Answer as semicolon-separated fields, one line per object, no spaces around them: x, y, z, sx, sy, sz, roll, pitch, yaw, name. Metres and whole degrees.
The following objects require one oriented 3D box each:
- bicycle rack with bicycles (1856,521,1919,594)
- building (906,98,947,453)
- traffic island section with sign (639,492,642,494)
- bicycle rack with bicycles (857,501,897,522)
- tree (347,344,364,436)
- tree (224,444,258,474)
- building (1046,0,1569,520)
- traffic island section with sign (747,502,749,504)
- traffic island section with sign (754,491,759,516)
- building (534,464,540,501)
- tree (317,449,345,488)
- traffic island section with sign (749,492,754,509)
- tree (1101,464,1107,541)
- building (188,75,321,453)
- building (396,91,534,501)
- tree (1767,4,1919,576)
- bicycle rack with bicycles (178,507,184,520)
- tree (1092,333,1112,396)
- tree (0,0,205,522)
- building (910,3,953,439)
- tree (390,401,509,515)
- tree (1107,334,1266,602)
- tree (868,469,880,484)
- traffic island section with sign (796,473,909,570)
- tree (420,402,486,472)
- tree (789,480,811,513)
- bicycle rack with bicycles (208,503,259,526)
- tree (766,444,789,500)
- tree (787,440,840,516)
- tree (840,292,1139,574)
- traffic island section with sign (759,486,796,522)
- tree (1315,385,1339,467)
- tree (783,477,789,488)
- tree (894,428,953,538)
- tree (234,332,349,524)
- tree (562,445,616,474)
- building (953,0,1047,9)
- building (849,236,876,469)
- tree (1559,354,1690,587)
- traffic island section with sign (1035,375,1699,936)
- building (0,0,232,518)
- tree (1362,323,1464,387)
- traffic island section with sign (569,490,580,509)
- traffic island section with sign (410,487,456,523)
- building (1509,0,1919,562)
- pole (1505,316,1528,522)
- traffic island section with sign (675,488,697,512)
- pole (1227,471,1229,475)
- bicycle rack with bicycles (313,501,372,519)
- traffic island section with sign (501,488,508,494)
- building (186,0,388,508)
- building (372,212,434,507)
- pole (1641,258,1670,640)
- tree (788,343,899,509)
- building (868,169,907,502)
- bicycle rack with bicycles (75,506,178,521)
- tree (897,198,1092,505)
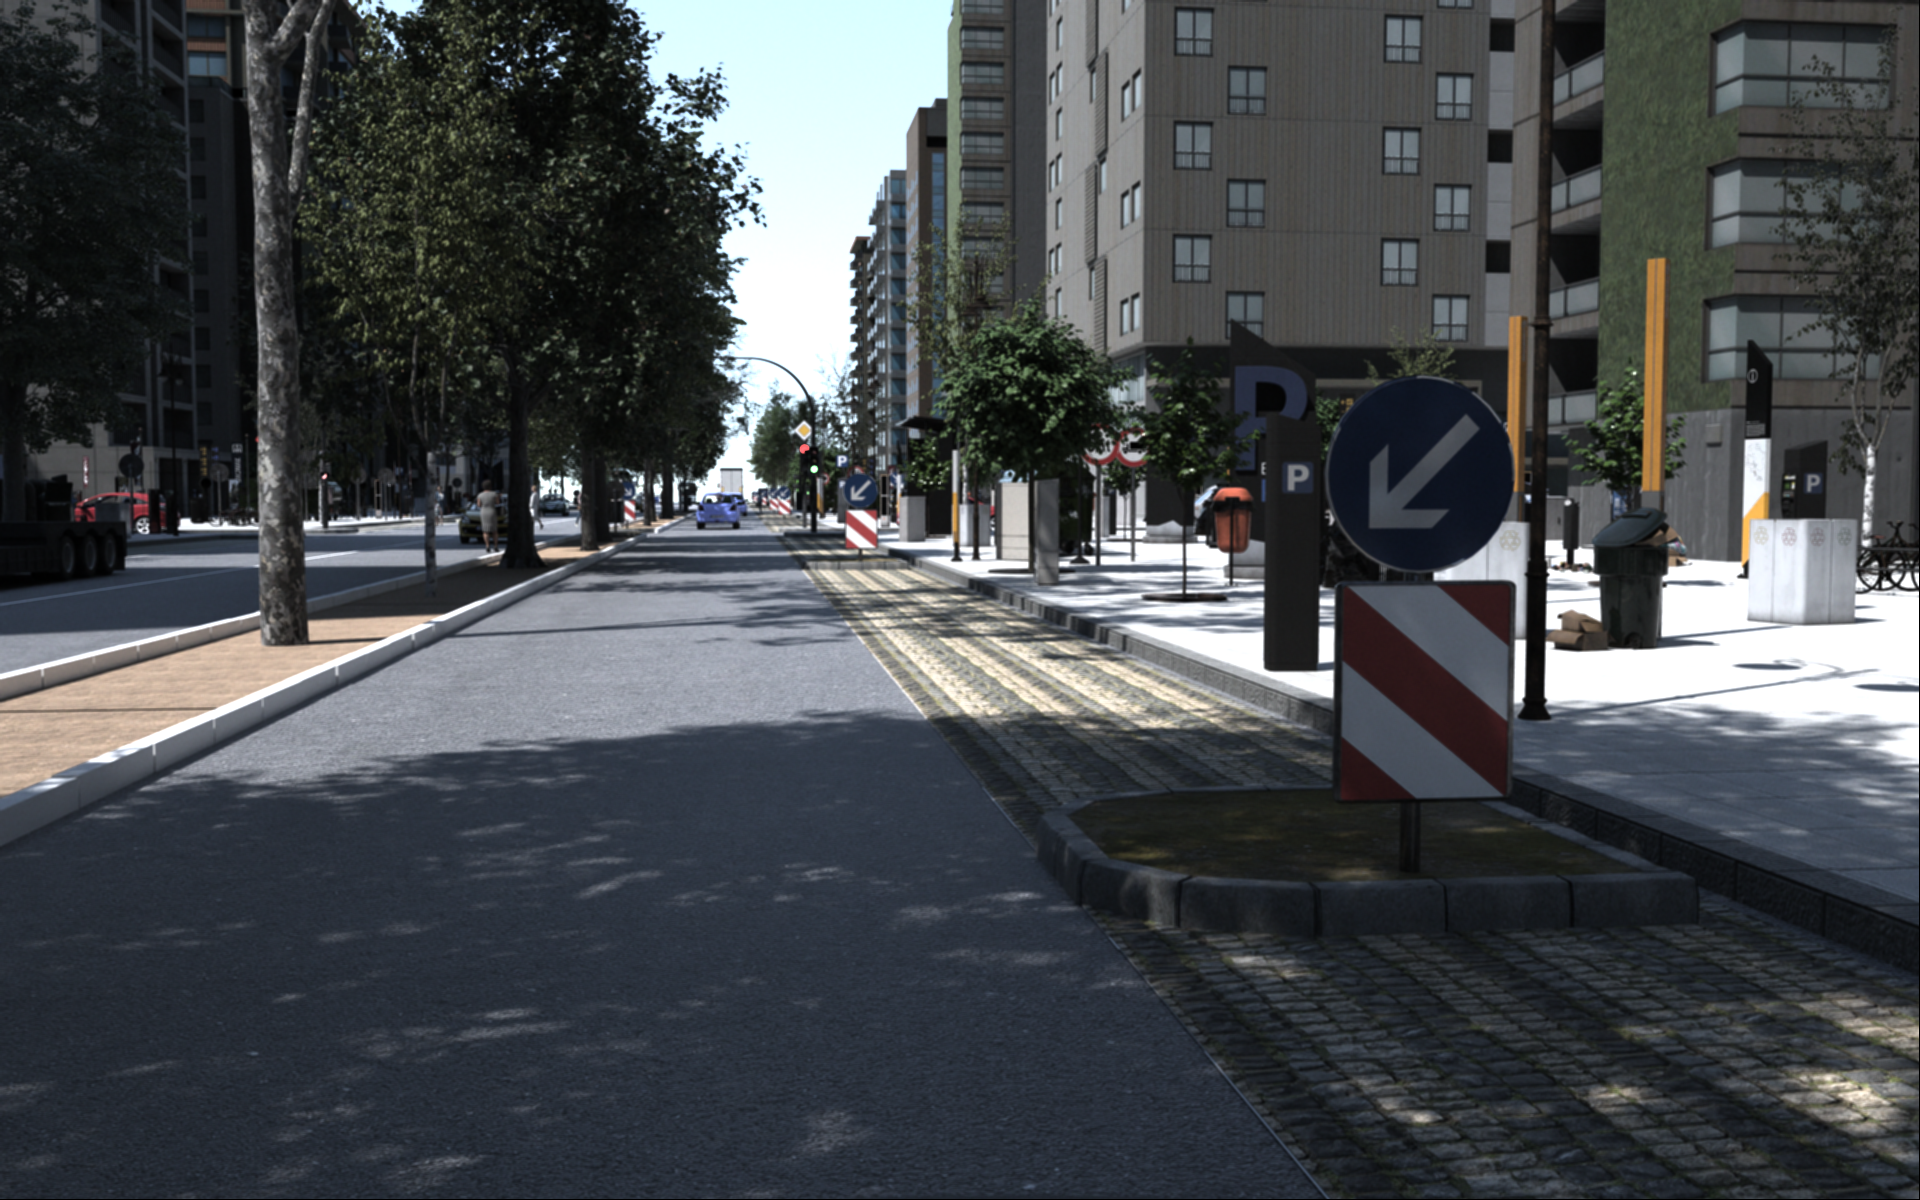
12.266;-0.544;22.275;2.852;0.926;2.925;-3;4;-38;bicycle rack with bicycles
1.422;-33.474;197.416;14.600;45.320;14.200;0;4;-7;building
-49.872;-16.080;271.527;1.989;1.847;2.006;0;4;-7;traffic island section with sign
-3.726;-4.073;79.977;2.852;0.926;2.925;0;4;-2;bicycle rack with bicycles
-27.465;-7.579;74.282;4.360;8.622;3.978;0;3;0;tree
-46.896;-7.926;113.311;4.285;4.588;4.351;0;3;0;tree
20.011;-31.101;97.746;27.495;52.752;28.713;0;4;-7;building
-22.195;-11.160;191.101;1.989;1.847;2.006;0;4;-7;traffic island section with sign
-12.484;-6.509;115.048;1.989;1.847;2.006;0;4;-7;traffic island section with sign
-72.836;-30.288;266.910;14.160;30.474;14.107;0;4;-7;building
-43.950;-8.356;120.330;4.285;4.588;4.351;0;3;0;tree
-18.695;-9.482;163.656;1.989;1.847;2.006;0;4;-7;traffic island section with sign
4.447;-3.223;47.293;1.663;3.219;1.824;0;3;0;tree
-54.512;-21.486;122.992;14.160;30.474;14.107;0;4;-7;building
-72.967;-42.976;244.649;21.231;58.520;28.212;0;4;-7;building
14.549;-4.696;27.135;4.360;8.622;3.978;0;3;0;tree
-39.945;-4.421;85.664;2.925;0.926;2.852;-2;4;-35;bicycle rack with bicycles
5.180;-7.920;79.858;4.737;8.622;4.395;0;3;0;tree
-24.264;-8.390;43.838;9.857;13.997;8.962;0;3;0;tree
7.530;-52.693;174.194;22.319;86.520;31.000;0;4;-7;building
-30.568;-10.356;103.734;7.601;10.594;8.767;-1;4;-9;tree
2.862;-1.612;20.957;1.663;3.219;1.824;0;3;0;tree
-5.880;-7.491;117.081;1.663;3.219;1.824;0;3;0;tree
-2.072;-1.514;33.389;1.989;1.847;2.006;0;4;-7;traffic island section with sign
-33.978;-13.106;124.649;12.009;13.543;11.850;0;3;0;tree
-10.605;-7.705;120.575;1.663;3.219;1.824;0;3;0;tree
-28.523;-3.449;69.766;2.925;0.926;2.852;-1;4;-13;bicycle rack with bicycles
-19.601;-15.004;195.674;4.360;8.622;3.978;0;3;0;tree
-7.497;-7.289;102.892;4.285;4.588;4.351;0;3;0;tree
1.114;-2.729;28.340;4.285;4.588;4.351;0;3;0;tree
-9.072;-4.867;88.204;1.989;1.847;2.006;0;4;-7;traffic island section with sign
10.186;-4.053;49.973;4.285;4.588;4.351;0;3;0;tree
-16.862;-11.059;175.414;1.663;3.219;1.824;0;3;0;tree
-0.823;-3.417;50.468;1.663;3.219;1.824;0;3;0;tree
-26.393;-7.211;68.259;4.360;8.622;3.978;0;3;0;tree
-42.564;-16.108;197.780;8.767;10.594;7.601;-1;4;-17;tree
6.226;-27.575;134.454;14.154;41.232;14.086;0;4;-7;building
-6.974;-38.695;287.292;22.147;44.769;28.867;0;4;-7;building
9.158;-1.800;24.037;1.663;3.219;1.824;0;3;0;tree
1.340;0.127;6.548;1.989;1.847;2.006;0;4;-7;traffic island section with sign
-53.084;-40.255;96.415;20.563;71.187;20.611;0;4;-7;building
19.382;-7.555;73.890;4.737;8.622;4.395;0;3;0;tree
-36.007;-9.436;162.904;1.989;1.847;2.006;0;4;-7;traffic island section with sign
-26.246;-4.755;86.366;1.989;1.847;2.006;0;4;-7;traffic island section with sign
20.548;-21.740;39.038;14.154;41.232;14.086;0;4;-7;building
6.415;-1.599;19.990;0.158;3.312;0.155;0;3;0;pole
-21.912;-8.018;139.225;2.006;1.907;1.989;0;4;-7;traffic island section with sign
11.712;-4.983;75.319;0.158;3.312;0.155;0;3;0;pole
-32.361;-4.771;91.384;2.925;0.926;2.852;3;5;41;bicycle rack with bicycles
-29.659;-6.390;113.105;1.989;1.847;2.006;0;4;-7;traffic island section with sign
-62.256;-30.195;148.319;22.147;44.769;28.867;0;4;-7;building
-60.412;-24.420;170.966;14.160;30.474;14.107;0;4;-7;building
6.063;-1.302;15.125;0.158;3.312;0.155;0;3;0;pole
-5.349;-8.188;84.232;4.360;8.622;3.978;0;3;0;tree
-1.942;-38.950;256.443;23.786;49.044;30.456;0;4;-7;building
-36.137;-3.757;74.811;2.852;0.926;2.925;2;4;26;bicycle rack with bicycles
0.352;-5.746;44.314;4.737;8.622;4.395;0;3;0;tree
